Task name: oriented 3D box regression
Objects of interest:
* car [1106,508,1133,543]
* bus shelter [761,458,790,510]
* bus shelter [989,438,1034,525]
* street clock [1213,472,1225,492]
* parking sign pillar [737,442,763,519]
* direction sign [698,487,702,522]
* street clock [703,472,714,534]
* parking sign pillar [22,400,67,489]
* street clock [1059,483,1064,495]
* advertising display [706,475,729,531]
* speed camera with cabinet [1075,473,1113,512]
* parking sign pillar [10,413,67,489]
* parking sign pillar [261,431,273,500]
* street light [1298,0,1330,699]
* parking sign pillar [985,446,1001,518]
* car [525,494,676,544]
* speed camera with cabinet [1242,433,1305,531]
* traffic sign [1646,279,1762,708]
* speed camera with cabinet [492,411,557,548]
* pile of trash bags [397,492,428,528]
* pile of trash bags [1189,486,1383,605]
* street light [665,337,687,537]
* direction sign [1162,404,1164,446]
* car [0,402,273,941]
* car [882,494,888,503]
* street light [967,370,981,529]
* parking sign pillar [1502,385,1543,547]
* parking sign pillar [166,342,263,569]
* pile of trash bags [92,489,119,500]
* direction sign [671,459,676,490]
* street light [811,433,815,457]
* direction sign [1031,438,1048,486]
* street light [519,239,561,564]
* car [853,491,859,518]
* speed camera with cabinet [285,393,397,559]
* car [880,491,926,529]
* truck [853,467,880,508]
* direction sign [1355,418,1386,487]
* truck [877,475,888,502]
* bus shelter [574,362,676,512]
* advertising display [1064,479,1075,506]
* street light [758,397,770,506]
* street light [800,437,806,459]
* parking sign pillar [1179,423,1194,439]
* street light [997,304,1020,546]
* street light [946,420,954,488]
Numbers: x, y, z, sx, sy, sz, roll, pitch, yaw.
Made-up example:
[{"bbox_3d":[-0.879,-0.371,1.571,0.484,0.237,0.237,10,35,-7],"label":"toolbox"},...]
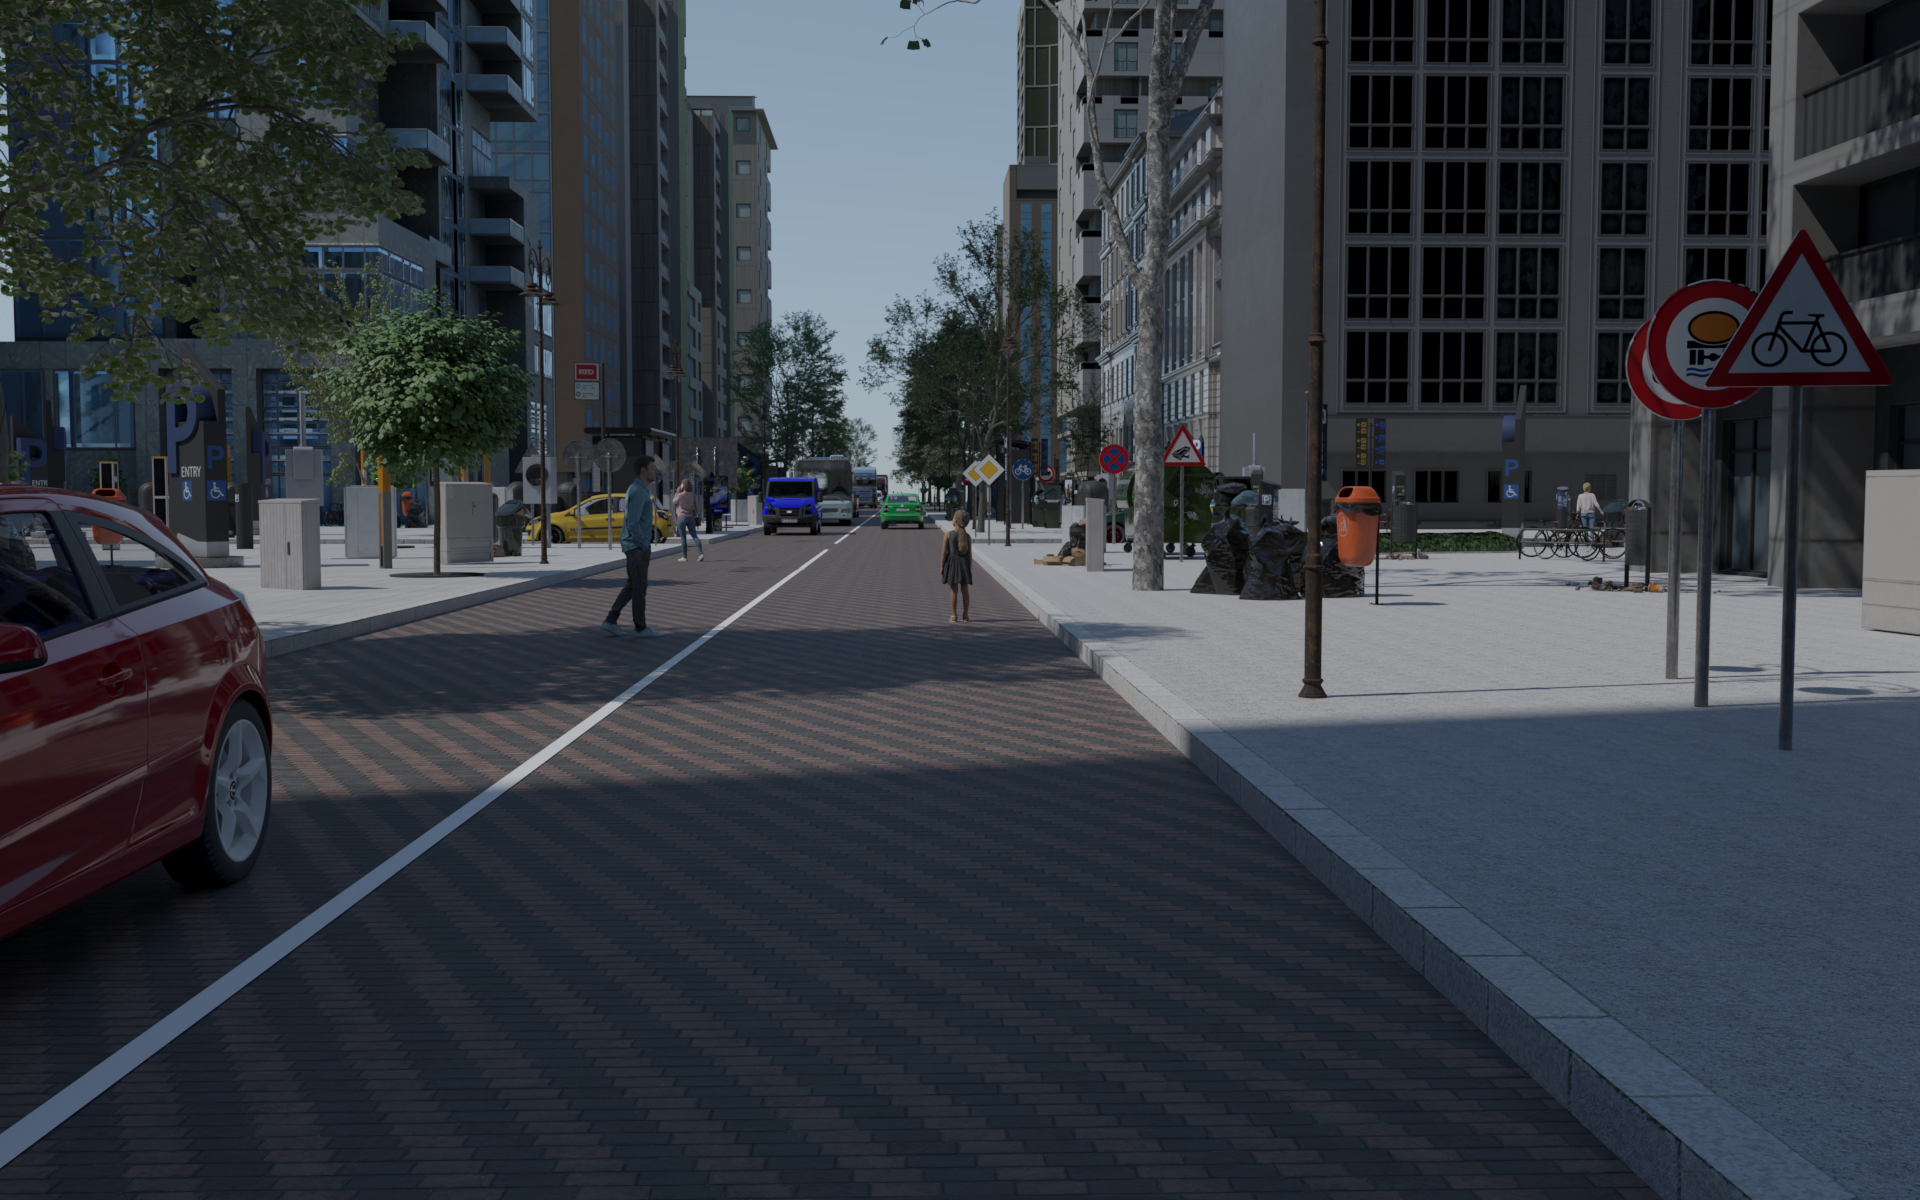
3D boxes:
[{"bbox_3d":[5.313,-2.267,46.855,4.222,1.686,2.009,0,3,0],"label":"car"},{"bbox_3d":[-12.439,-7.631,116.055,1.731,3.624,6.357,0,4,-2],"label":"bus shelter"},{"bbox_3d":[2.227,-5.148,75.460,1.731,3.624,6.357,0,4,-2],"label":"bus shelter"},{"bbox_3d":[8.431,-3.193,56.768,0.471,2.002,0.358,-1,4,-23],"label":"street clock"},{"bbox_3d":[-10.659,-6.060,87.556,1.447,3.967,1.447,-2,4,-24],"label":"parking sign pillar"},{"bbox_3d":[-12.170,-5.412,80.478,0.876,3.537,0.379,-3,5,-45],"label":"direction sign"},{"bbox_3d":[-8.125,-3.148,56.046,0.358,2.002,0.471,1,4,11],"label":"street clock"},{"bbox_3d":[-26.258,-3.785,50.352,1.447,3.967,1.447,-2,4,-24],"label":"parking sign pillar"},{"bbox_3d":[6.516,-6.575,112.063,0.358,2.002,0.471,-1,4,-21],"label":"street clock"},{"bbox_3d":[-8.401,-3.345,59.911,0.123,1.923,0.974,3,4,38],"label":"advertising display"},{"bbox_3d":[6.025,-5.123,78.102,2.038,3.252,0.660,3,5,41],"label":"speed camera with cabinet"},{"bbox_3d":[-32.279,-4.395,60.329,1.447,3.967,1.447,2,4,30],"label":"parking sign pillar"},{"bbox_3d":[-21.895,-4.017,54.150,1.447,3.967,1.447,0,4,-7],"label":"parking sign pillar"},{"bbox_3d":[2.227,-2.323,10.762,0.468,5.910,1.993,0,4,-2],"label":"street light"},{"bbox_3d":[1.994,-6.405,93.186,1.447,3.967,1.447,-1,4,-11],"label":"parking sign pillar"},{"bbox_3d":[-9.719,-2.244,46.910,3.980,1.641,2.015,0,4,-3],"label":"car"},{"bbox_3d":[10.233,-3.790,56.298,2.038,3.252,0.660,0,4,2],"label":"speed camera with cabinet"},{"bbox_3d":[4.470,-0.628,10.366,0.768,2.556,0.104,0,4,5],"label":"traffic sign"},{"bbox_3d":[-10.648,-2.860,41.089,2.038,3.252,0.660,0,4,1],"label":"speed camera with cabinet"},{"bbox_3d":[-21.264,-3.450,66.152,1.912,1.369,3.447,-1,4,-13],"label":"pile of trash bags"},{"bbox_3d":[4.235,-0.708,21.330,1.912,1.369,3.447,-1,4,-15],"label":"pile of trash bags"},{"bbox_3d":[-8.365,-4.800,51.268,0.468,5.910,1.993,0,4,-2],"label":"street light"},{"bbox_3d":[4.759,-3.128,43.146,0.876,3.537,0.379,-3,5,-41],"label":"direction sign"},{"bbox_3d":[-3.460,0.253,4.903,2.155,1.783,4.494,0,4,-3],"label":"car"},{"bbox_3d":[-5.537,-8.272,145.036,2.009,1.686,4.222,0,4,-2],"label":"car"},{"bbox_3d":[0.503,-5.496,62.643,0.468,5.910,1.993,0,4,-2],"label":"street light"},{"bbox_3d":[13.582,-3.302,42.464,1.447,3.967,1.447,1,4,23],"label":"parking sign pillar"},{"bbox_3d":[-13.356,-2.560,30.326,1.447,3.967,1.447,3,5,39],"label":"parking sign pillar"},{"bbox_3d":[-15.376,-1.124,28.128,3.447,1.369,1.912,-1,4,-17],"label":"pile of trash bags"},{"bbox_3d":[-18.818,-7.392,112.851,0.379,3.537,0.876,3,5,43],"label":"direction sign"},{"bbox_3d":[-10.808,-9.475,127.697,0.468,5.910,1.993,0,4,-2],"label":"street light"},{"bbox_3d":[3.233,-4.800,70.485,0.876,3.537,0.379,-3,4,-38],"label":"direction sign"},{"bbox_3d":[-7.635,-3.599,31.631,0.468,5.910,1.993,0,4,-2],"label":"street light"},{"bbox_3d":[-7.312,-6.008,106.905,2.281,1.827,5.304,0,4,-1],"label":"car"},{"bbox_3d":[-12.242,-2.444,34.290,2.038,3.252,0.660,-1,4,-18],"label":"speed camera with cabinet"},{"bbox_3d":[-2.377,-3.868,72.038,1.959,1.807,4.718,0,4,-1],"label":"car"},{"bbox_3d":[-9.753,-11.538,178.401,2.967,4.110,18.799,0,4,-3],"label":"truck"},{"bbox_3d":[12.253,-3.654,51.748,0.876,3.537,0.379,0,4,5],"label":"direction sign"},{"bbox_3d":[-11.808,-16.053,251.387,2.839,4.237,11.283,0,4,0],"label":"truck"},{"bbox_3d":[-10.757,-4.769,55.598,2.179,5.291,8.768,0,4,-2],"label":"bus shelter"},{"bbox_3d":[4.591,-4.124,72.644,0.123,1.923,0.974,-1,4,-15],"label":"advertising display"},{"bbox_3d":[-9.336,-6.731,82.837,0.468,5.910,1.993,0,4,-2],"label":"street light"},{"bbox_3d":[-10.396,-8.663,114.435,0.468,5.910,1.993,0,4,-2],"label":"street light"},{"bbox_3d":[8.464,-4.679,64.975,1.447,3.967,1.447,-1,4,-22],"label":"parking sign pillar"},{"bbox_3d":[1.177,-4.253,42.328,0.468,5.910,1.993,0,4,-2],"label":"street light"},{"bbox_3d":[-0.554,-7.438,94.403,0.468,5.910,1.993,0,4,-2],"label":"street light"}]
